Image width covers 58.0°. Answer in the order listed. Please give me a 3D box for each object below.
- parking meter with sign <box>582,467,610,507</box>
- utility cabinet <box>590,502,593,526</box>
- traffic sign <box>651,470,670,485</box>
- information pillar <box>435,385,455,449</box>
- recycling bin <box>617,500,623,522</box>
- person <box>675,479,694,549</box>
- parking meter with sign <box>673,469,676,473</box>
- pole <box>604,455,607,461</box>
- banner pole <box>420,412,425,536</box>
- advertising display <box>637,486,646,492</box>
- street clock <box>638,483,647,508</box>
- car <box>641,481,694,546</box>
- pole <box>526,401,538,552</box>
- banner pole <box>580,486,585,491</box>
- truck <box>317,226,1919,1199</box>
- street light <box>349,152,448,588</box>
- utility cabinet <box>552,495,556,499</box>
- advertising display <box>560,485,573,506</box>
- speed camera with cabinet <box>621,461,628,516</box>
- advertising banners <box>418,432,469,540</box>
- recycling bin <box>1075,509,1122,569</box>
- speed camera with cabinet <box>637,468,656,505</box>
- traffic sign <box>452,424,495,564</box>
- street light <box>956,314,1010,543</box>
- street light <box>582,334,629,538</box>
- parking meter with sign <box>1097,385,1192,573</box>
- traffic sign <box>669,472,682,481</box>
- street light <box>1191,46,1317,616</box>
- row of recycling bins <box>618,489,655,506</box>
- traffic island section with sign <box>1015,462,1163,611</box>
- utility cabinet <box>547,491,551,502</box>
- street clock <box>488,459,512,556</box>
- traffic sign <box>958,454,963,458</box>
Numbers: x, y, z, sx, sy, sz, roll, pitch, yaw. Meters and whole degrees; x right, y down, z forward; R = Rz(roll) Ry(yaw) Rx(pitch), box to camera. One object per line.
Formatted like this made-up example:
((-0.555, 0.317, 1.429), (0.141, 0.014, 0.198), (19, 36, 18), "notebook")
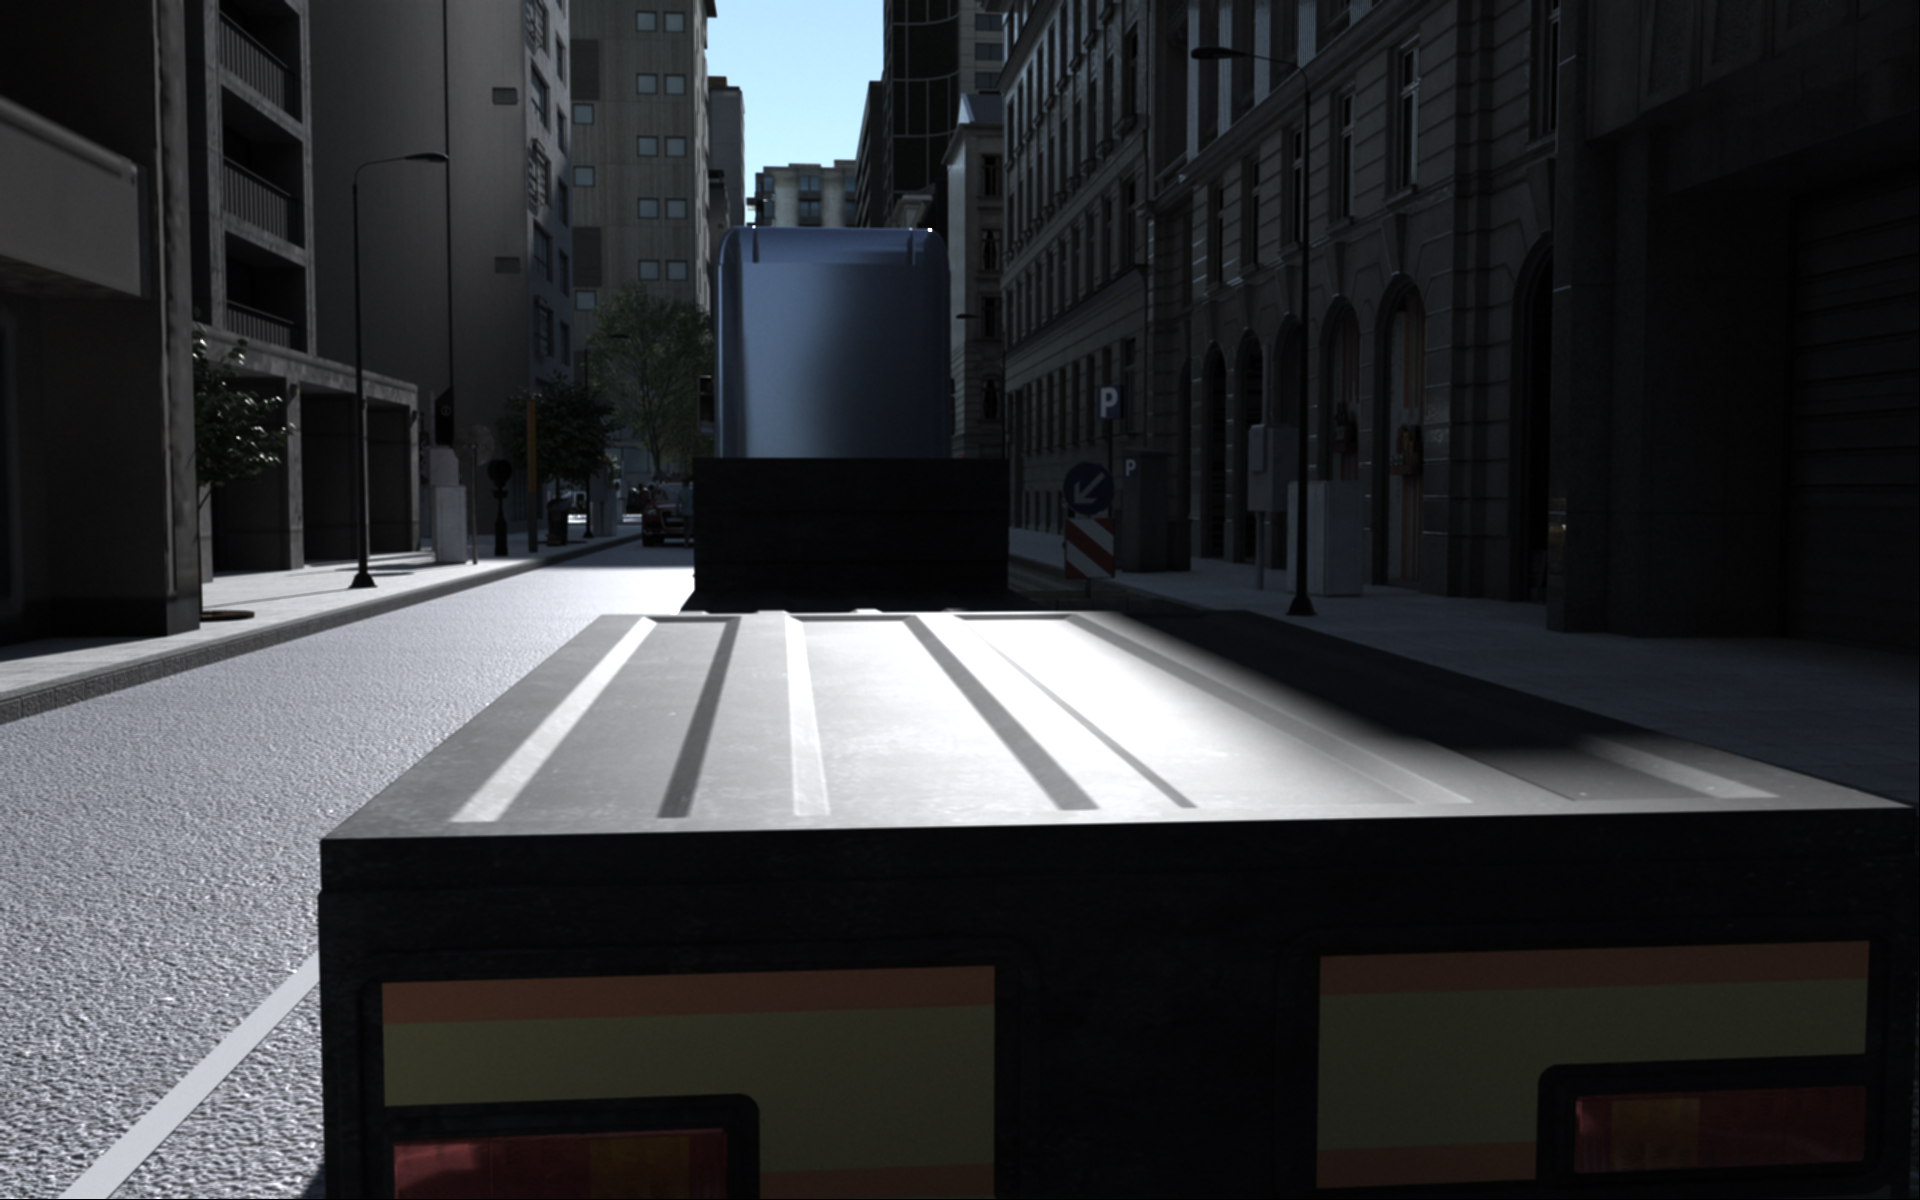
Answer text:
((-23.718, -7.127, 112.782), (1.738, 3.016, 0.543), (0, 4, 3), "parking meter with sign")
((-14.696, -3.587, 69.813), (0.306, 1.237, 1.020), (-2, 4, -25), "utility cabinet")
((-12.233, -4.104, 70.746), (0.795, 2.450, 0.064), (0, 4, -5), "traffic sign")
((-11.080, -2.806, 37.225), (0.504, 3.616, 0.183), (0, 4, 5), "information pillar")
((-15.815, -4.063, 78.977), (0.722, 1.027, 0.722), (-2, 4, -31), "recycling bin")
((-7.238, -2.286, 45.739), (0.638, 1.841, 0.748), (1, 4, 18), "person")
((-19.099, -7.625, 120.925), (1.738, 3.016, 0.543), (0, 4, -1), "parking meter with sign")
((-18.707, -5.967, 91.407), (0.158, 3.312, 0.155), (0, 3, 0), "pole")
((-16.534, -3.829, 52.622), (0.863, 3.779, 0.401), (-2, 4, -35), "banner pole")
((-26.000, -8.319, 141.226), (0.974, 1.923, 0.123), (3, 5, 42), "advertising display")
((-21.208, -6.756, 115.038), (0.358, 2.002, 0.471), (0, 4, 1), "street clock")
((-7.821, -2.474, 49.116), (2.281, 1.827, 5.304), (0, 4, -5), "car")
((-9.400, -2.703, 38.040), (0.158, 3.312, 0.155), (0, 3, 0), "pole")
((-30.463, -9.179, 140.090), (0.401, 3.779, 0.863), (2, 4, 28), "banner pole")
((-0.674, -1.347, 11.787), (2.967, 4.110, 18.799), (0, 4, -6), "truck")
((-7.662, -3.127, 23.668), (1.470, 5.913, 1.316), (0, 4, -5), "street light")
((-29.018, -7.002, 125.643), (1.020, 1.237, 0.306), (0, 4, 7), "utility cabinet")
((-28.197, -7.275, 124.165), (0.974, 1.923, 0.123), (1, 4, 14), "advertising display")
((-20.450, -6.612, 102.436), (2.038, 3.252, 0.660), (3, 5, 45), "speed camera with cabinet")
((-14.484, -3.194, 48.413), (2.074, 3.025, 0.090), (2, 4, 34), "advertising banners")
((2.439, -1.057, 29.843), (0.722, 1.027, 0.722), (2, 4, 28), "recycling bin")
((-24.176, -8.439, 132.315), (2.038, 3.252, 0.660), (0, 4, 5), "speed camera with cabinet")
((-8.849, -1.922, 31.529), (0.768, 2.556, 0.104), (0, 4, -1), "traffic sign")
((0.596, -4.422, 44.840), (1.470, 5.913, 1.316), (0, 4, -5), "street light")
((-10.287, -4.757, 50.322), (1.470, 5.913, 1.316), (0, 4, -5), "street light")
((3.056, -1.963, 28.348), (1.738, 3.016, 0.543), (-3, 4, -39), "parking meter with sign")
((-12.985, -4.590, 78.695), (0.795, 2.450, 0.064), (0, 4, -5), "traffic sign")
((3.087, -2.791, 18.173), (1.470, 5.913, 1.316), (0, 4, -5), "street light")
((-24.289, -7.559, 130.695), (3.534, 1.692, 1.069), (-1, 4, -18), "row of recycling bins")
((1.399, -0.812, 21.912), (1.989, 1.847, 2.006), (0, 4, -5), "traffic island section with sign")
((-30.616, -7.251, 127.233), (1.173, 1.500, 0.318), (1, 4, 10), "utility cabinet")
((-9.505, -1.912, 35.831), (0.358, 2.002, 0.471), (2, 4, 33), "street clock")
((0.013, -3.427, 56.029), (0.884, 2.594, 0.081), (0, 4, -2), "traffic sign")
